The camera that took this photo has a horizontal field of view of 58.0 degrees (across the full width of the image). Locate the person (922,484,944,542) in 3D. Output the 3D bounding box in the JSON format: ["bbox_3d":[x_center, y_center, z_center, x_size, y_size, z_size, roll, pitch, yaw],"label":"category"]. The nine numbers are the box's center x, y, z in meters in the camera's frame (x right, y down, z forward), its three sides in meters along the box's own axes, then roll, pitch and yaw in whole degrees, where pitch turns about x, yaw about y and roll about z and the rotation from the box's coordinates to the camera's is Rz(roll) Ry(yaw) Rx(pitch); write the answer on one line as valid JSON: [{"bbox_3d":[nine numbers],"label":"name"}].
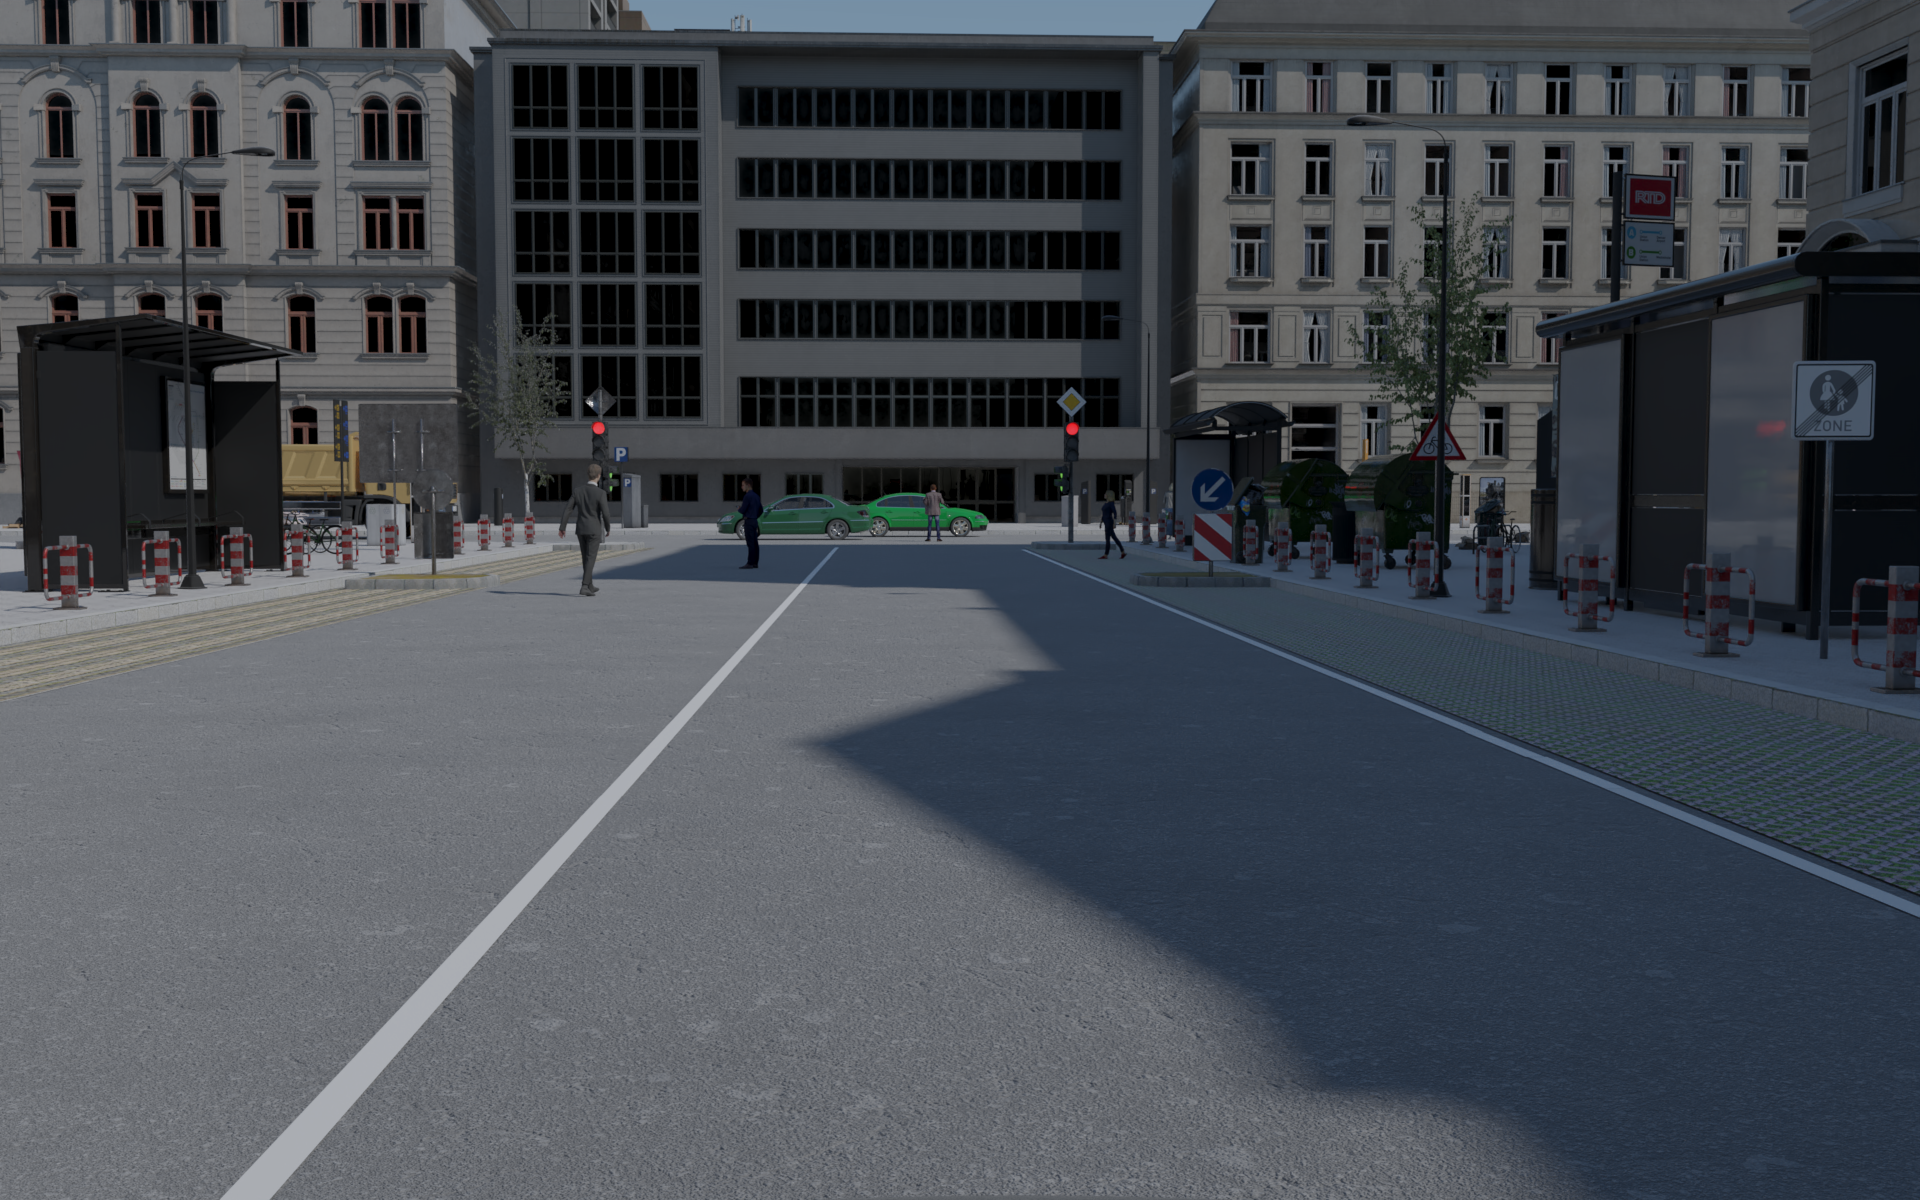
[{"bbox_3d":[-0.807,-2.632,52.361,0.655,1.722,0.431,0,3,0],"label":"person"}]

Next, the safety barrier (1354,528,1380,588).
[{"bbox_3d":[5.545,-0.572,23.623,0.300,0.817,1.120,0,4,-2],"label":"safety barrier"}]

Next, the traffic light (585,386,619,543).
[{"bbox_3d":[-9.300,-3.427,44.948,0.839,4.253,0.868,0,4,-2],"label":"traffic light"}]

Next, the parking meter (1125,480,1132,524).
[{"bbox_3d":[7.080,-4.111,72.922,0.255,1.863,0.399,0,4,-3],"label":"parking meter"}]

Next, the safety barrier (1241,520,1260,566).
[{"bbox_3d":[5.221,-1.029,31.103,0.300,0.817,1.120,0,4,-2],"label":"safety barrier"}]

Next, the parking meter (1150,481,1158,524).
[{"bbox_3d":[8.131,-4.124,73.132,0.399,1.863,0.255,-1,4,-17],"label":"parking meter"}]

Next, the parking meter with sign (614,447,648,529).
[{"bbox_3d":[-12.289,-4.203,64.988,0.543,3.016,1.738,1,4,17],"label":"parking meter with sign"}]

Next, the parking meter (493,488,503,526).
[{"bbox_3d":[-18.653,-3.766,69.988,0.372,1.533,0.369,0,3,0],"label":"parking meter"}]

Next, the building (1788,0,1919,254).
[{"bbox_3d":[23.489,-14.616,24.868,13.634,28.700,20.117,0,4,-2],"label":"building"}]

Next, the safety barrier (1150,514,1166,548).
[{"bbox_3d":[4.797,-1.639,41.073,0.300,0.817,1.120,0,4,-2],"label":"safety barrier"}]

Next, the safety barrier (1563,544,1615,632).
[{"bbox_3d":[5.864,-0.115,16.163,0.300,0.817,1.120,0,4,-2],"label":"safety barrier"}]

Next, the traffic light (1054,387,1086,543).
[{"bbox_3d":[2.899,-3.460,45.488,0.839,4.253,0.868,0,4,-2],"label":"traffic light"}]

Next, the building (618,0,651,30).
[{"bbox_3d":[-34.901,-31.114,158.820,14.600,45.320,14.200,0,4,-2],"label":"building"}]

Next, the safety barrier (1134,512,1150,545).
[{"bbox_3d":[4.684,-1.791,43.559,0.300,0.817,1.120,0,4,-2],"label":"safety barrier"}]

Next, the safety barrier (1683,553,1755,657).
[{"bbox_3d":[5.973,0.038,13.654,0.300,0.817,1.120,0,4,-2],"label":"safety barrier"}]

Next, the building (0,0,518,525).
[{"bbox_3d":[-32.719,-17.778,78.066,23.554,28.519,14.401,0,4,-2],"label":"building"}]

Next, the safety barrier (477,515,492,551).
[{"bbox_3d":[-10.745,-1.519,39.114,0.300,0.817,1.120,0,4,-2],"label":"safety barrier"}]

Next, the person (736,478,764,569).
[{"bbox_3d":[-4.093,-1.478,33.376,0.504,1.737,0.576,1,4,10],"label":"person"}]

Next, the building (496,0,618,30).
[{"bbox_3d":[-36.427,-42.956,140.576,20.563,71.187,20.611,0,4,-2],"label":"building"}]

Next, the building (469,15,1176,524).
[{"bbox_3d":[-5.964,-15.956,79.943,30.058,24.678,14.314,0,4,-2],"label":"building"}]

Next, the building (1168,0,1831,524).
[{"bbox_3d":[24.049,-15.194,81.703,30.059,22.955,16.112,0,4,-2],"label":"building"}]

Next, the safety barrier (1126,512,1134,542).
[{"bbox_3d":[4.577,-1.944,46.052,0.300,0.817,1.120,0,4,-2],"label":"safety barrier"}]

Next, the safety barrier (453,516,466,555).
[{"bbox_3d":[-10.636,-1.367,36.627,0.300,0.817,1.120,0,4,-2],"label":"safety barrier"}]

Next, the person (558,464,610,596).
[{"bbox_3d":[-5.209,-0.988,24.439,0.659,1.850,0.755,1,4,17],"label":"person"}]

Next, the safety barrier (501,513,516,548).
[{"bbox_3d":[-10.851,-1.671,41.600,0.300,0.817,1.120,0,4,-2],"label":"safety barrier"}]

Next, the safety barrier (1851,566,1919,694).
[{"bbox_3d":[6.075,0.190,11.168,0.300,0.817,1.120,0,4,-2],"label":"safety barrier"}]

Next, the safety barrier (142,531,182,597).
[{"bbox_3d":[-9.993,-0.454,21.695,0.300,0.817,1.120,0,4,-2],"label":"safety barrier"}]

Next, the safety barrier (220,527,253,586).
[{"bbox_3d":[-10.096,-0.606,24.188,0.300,0.817,1.120,0,4,-2],"label":"safety barrier"}]

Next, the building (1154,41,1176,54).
[{"bbox_3d":[20.234,-34.211,183.054,21.300,48.544,21.600,0,4,-2],"label":"building"}]

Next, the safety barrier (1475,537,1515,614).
[{"bbox_3d":[5.756,-0.268,18.650,0.300,0.817,1.120,0,4,-2],"label":"safety barrier"}]

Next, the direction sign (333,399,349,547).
[{"bbox_3d":[-14.928,-3.048,41.834,0.379,3.537,0.876,0,4,1],"label":"direction sign"}]

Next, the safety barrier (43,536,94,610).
[{"bbox_3d":[-9.882,-0.302,19.209,0.300,0.817,1.120,0,4,-2],"label":"safety barrier"}]

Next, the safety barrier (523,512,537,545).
[{"bbox_3d":[-10.957,-1.824,44.100,0.300,0.817,1.120,0,4,-2],"label":"safety barrier"}]

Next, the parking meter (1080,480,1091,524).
[{"bbox_3d":[5.339,-4.152,73.595,0.399,1.863,0.255,2,4,28],"label":"parking meter"}]

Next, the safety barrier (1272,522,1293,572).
[{"bbox_3d":[5.333,-0.877,28.606,0.300,0.817,1.120,0,4,-2],"label":"safety barrier"}]

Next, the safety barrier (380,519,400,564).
[{"bbox_3d":[-10.419,-1.063,31.648,0.300,0.817,1.120,0,4,-2],"label":"safety barrier"}]

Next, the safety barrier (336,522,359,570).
[{"bbox_3d":[-10.315,-0.910,29.160,0.300,0.817,1.120,0,4,-2],"label":"safety barrier"}]

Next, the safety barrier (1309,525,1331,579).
[{"bbox_3d":[5.435,-0.724,26.120,0.300,0.817,1.120,0,4,-2],"label":"safety barrier"}]

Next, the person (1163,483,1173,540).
[{"bbox_3d":[6.692,-2.813,54.681,0.537,1.800,0.526,1,4,16],"label":"person"}]

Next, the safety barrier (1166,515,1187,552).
[{"bbox_3d":[4.899,-1.487,38.587,0.300,0.817,1.120,0,4,-2],"label":"safety barrier"}]

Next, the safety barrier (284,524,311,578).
[{"bbox_3d":[-10.206,-0.758,26.674,0.300,0.817,1.120,0,4,-2],"label":"safety barrier"}]

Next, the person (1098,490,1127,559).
[{"bbox_3d":[3.339,-1.647,37.970,0.613,1.512,0.480,-2,4,-28],"label":"person"}]

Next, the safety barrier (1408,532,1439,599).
[{"bbox_3d":[5.650,-0.420,21.136,0.300,0.817,1.120,0,4,-2],"label":"safety barrier"}]
